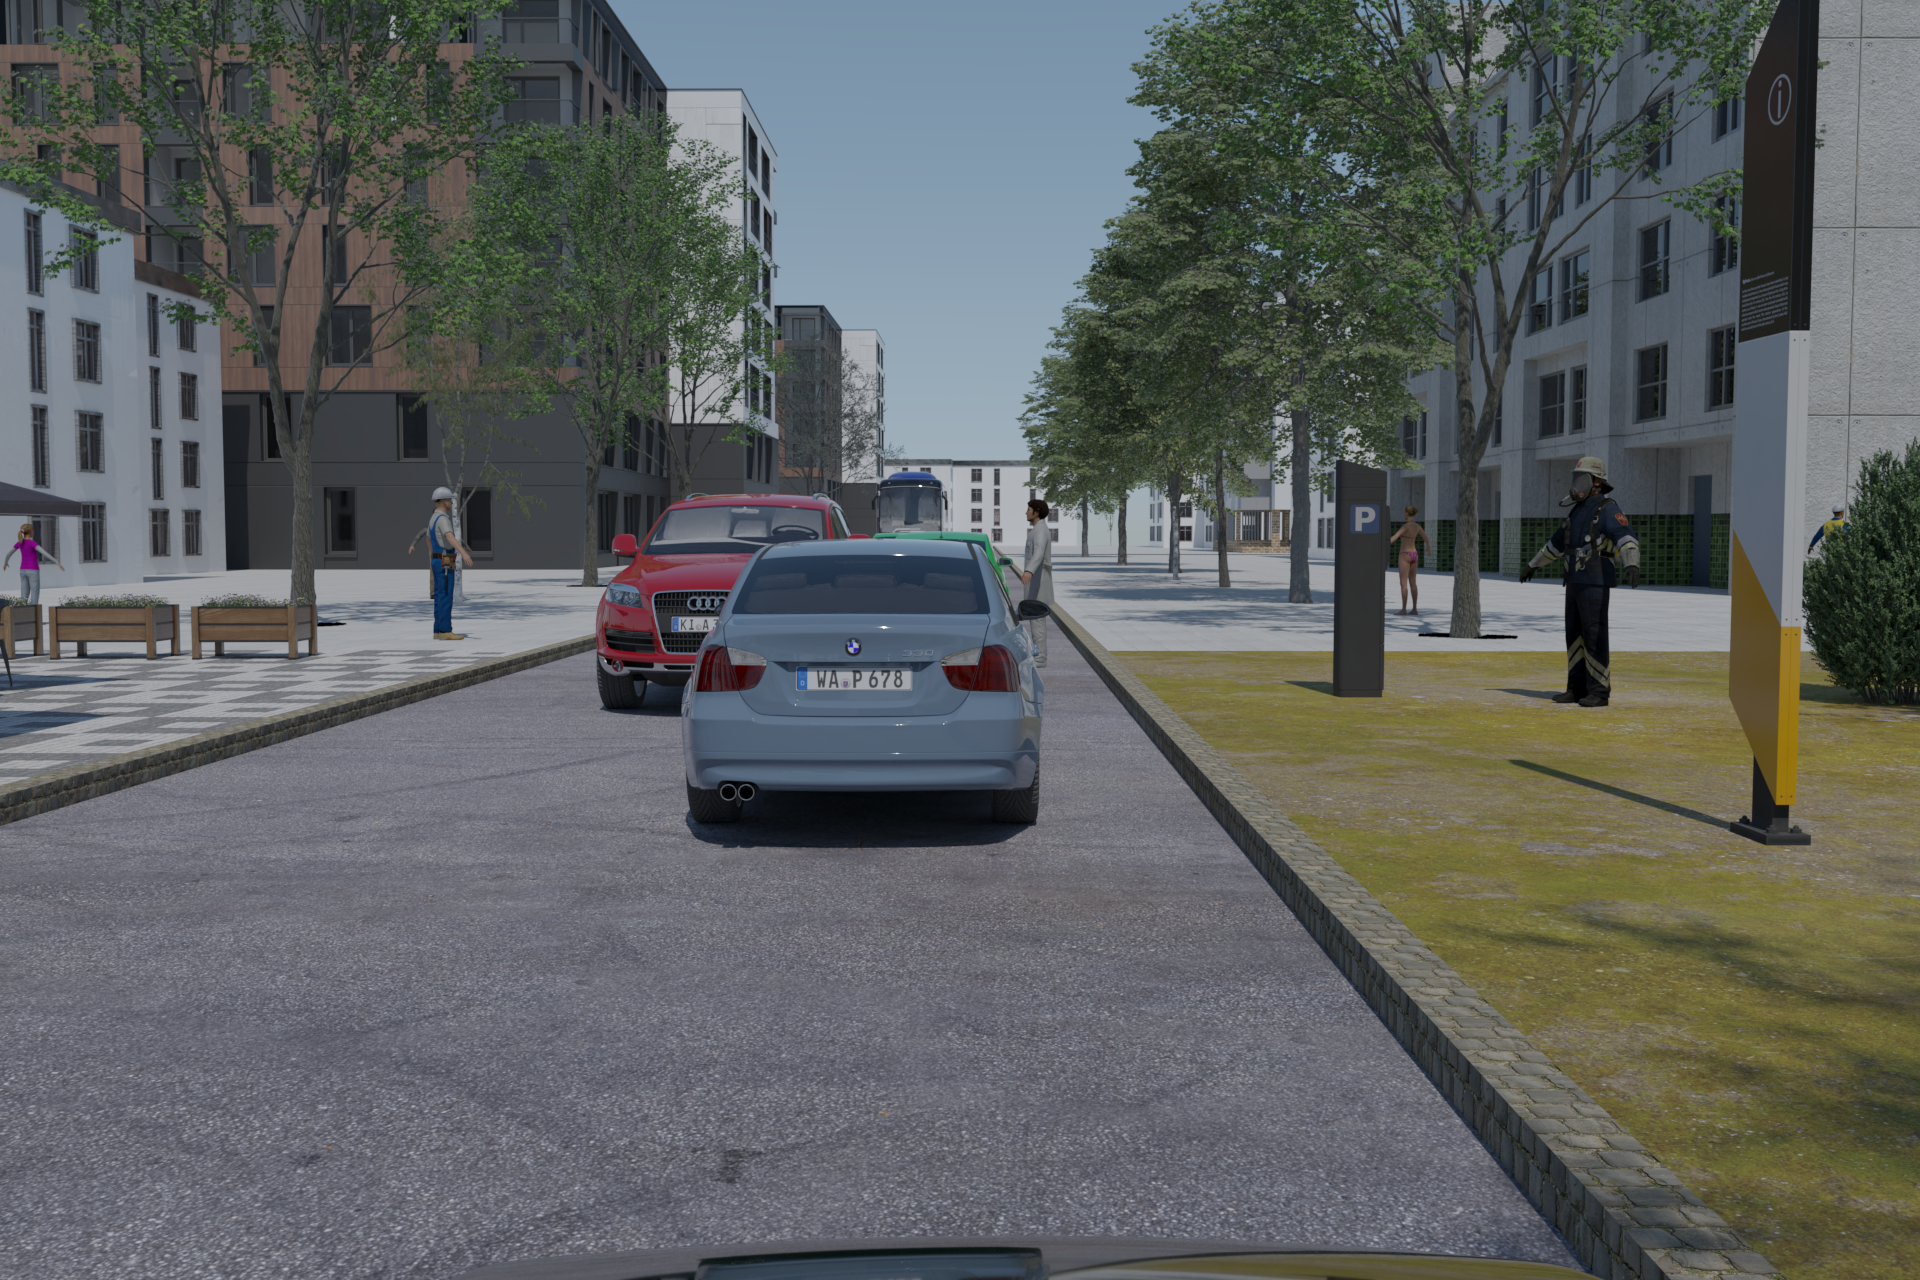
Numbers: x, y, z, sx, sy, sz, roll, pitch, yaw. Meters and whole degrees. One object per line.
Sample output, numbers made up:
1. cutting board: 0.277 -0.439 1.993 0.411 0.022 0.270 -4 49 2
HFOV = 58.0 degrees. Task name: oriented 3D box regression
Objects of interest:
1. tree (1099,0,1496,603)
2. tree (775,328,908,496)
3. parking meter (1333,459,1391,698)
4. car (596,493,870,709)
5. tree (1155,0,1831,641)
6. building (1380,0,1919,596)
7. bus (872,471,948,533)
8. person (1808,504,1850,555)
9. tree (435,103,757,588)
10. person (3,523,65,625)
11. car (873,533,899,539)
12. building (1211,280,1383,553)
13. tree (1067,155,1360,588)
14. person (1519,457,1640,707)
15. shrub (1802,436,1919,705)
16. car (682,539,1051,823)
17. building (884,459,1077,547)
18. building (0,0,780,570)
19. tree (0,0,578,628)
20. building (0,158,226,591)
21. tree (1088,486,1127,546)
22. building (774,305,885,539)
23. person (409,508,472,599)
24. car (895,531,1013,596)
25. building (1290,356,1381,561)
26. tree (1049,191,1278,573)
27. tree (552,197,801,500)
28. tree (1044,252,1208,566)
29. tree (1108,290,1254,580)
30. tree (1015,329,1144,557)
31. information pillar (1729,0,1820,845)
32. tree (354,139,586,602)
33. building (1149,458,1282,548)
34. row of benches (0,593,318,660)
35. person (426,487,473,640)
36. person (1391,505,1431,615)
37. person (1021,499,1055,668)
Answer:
1. tree: 6.009 -6.942 31.625 7.486 12.596 7.792 0 3 0
2. tree: -8.719 -11.831 103.812 12.009 13.543 11.850 0 3 0
3. parking meter: 3.168 -0.486 13.654 0.399 1.863 0.255 0 3 0
4. car: -1.899 -0.439 15.858 2.281 1.827 5.304 0 4 1
5. tree: 6.427 -5.832 21.112 9.928 11.665 9.643 0 3 0
6. building: 24.487 -11.276 50.826 16.747 18.905 31.486 0 4 0
7. bus: -1.851 -4.900 71.663 2.896 3.916 12.251 0 4 0
8. person: 15.998 -1.565 31.549 0.705 1.833 1.349 -2 4 -27
9. tree: -8.801 -7.093 41.731 9.928 11.665 9.643 0 3 0
10. person: -13.084 -0.928 24.435 0.991 1.433 0.599 1 4 13
11. car: -1.540 -2.128 43.589 1.959 1.807 4.718 0 4 1
12. building: 24.140 -16.720 129.792 16.016 20.090 11.380 0 4 1
13. tree: 6.027 -6.541 41.365 7.601 10.594 8.767 0 4 5
14. person: 4.685 -0.441 12.982 0.705 1.856 1.354 -1 4 -16
15. shrub: 7.192 -0.535 13.173 1.690 2.028 1.600 0 3 0
16. car: -0.465 0.131 9.868 2.014 1.417 4.499 0 4 0
17. building: -0.784 -15.279 194.423 28.070 9.664 9.099 0 4 4
18. building: -23.953 -14.300 77.781 27.936 21.610 32.646 0 4 1
19. tree: -9.153 -5.984 23.602 9.928 11.665 9.643 0 3 0
20. building: -25.897 -6.311 45.339 9.099 9.664 28.070 0 3 0
21. tree: 16.940 -14.757 191.646 4.360 8.622 3.978 0 3 0
22. building: -22.326 -20.007 171.087 27.936 21.610 32.646 0 4 1
23. person: -10.270 -1.704 34.139 0.705 1.796 1.348 3 5 44
24. car: -0.230 -0.933 24.054 1.959 1.807 4.718 0 4 1
25. building: 22.364 -8.500 81.118 9.099 9.664 28.070 0 4 1
26. tree: 6.622 -8.456 56.375 7.486 12.596 7.792 0 3 0
27. tree: -8.500 -7.782 52.986 9.928 11.665 9.643 0 3 0
28. tree: 6.939 -9.277 69.813 7.486 12.596 7.792 0 3 0
29. tree: 6.031 -5.967 47.923 4.737 8.622 4.395 0 3 0
30. tree: 6.754 -10.774 94.280 7.486 12.596 7.792 0 3 0
31. information pillar: 3.412 -0.974 7.272 0.183 3.616 0.504 0 3 0
32. tree: -9.630 -5.043 32.819 4.360 8.622 3.978 0 3 0
33. building: 23.581 -13.490 162.712 9.099 9.664 28.070 0 4 0
34. row of benches: -8.823 -0.150 17.923 4.104 0.672 1.422 0 4 0
35. person: -6.235 -0.926 21.004 0.705 1.847 1.347 -2 4 -34
36. person: 7.057 -1.264 27.468 1.217 1.733 0.721 -2 4 -34
37. person: 0.806 -0.614 18.679 0.705 1.806 1.347 0 4 4
